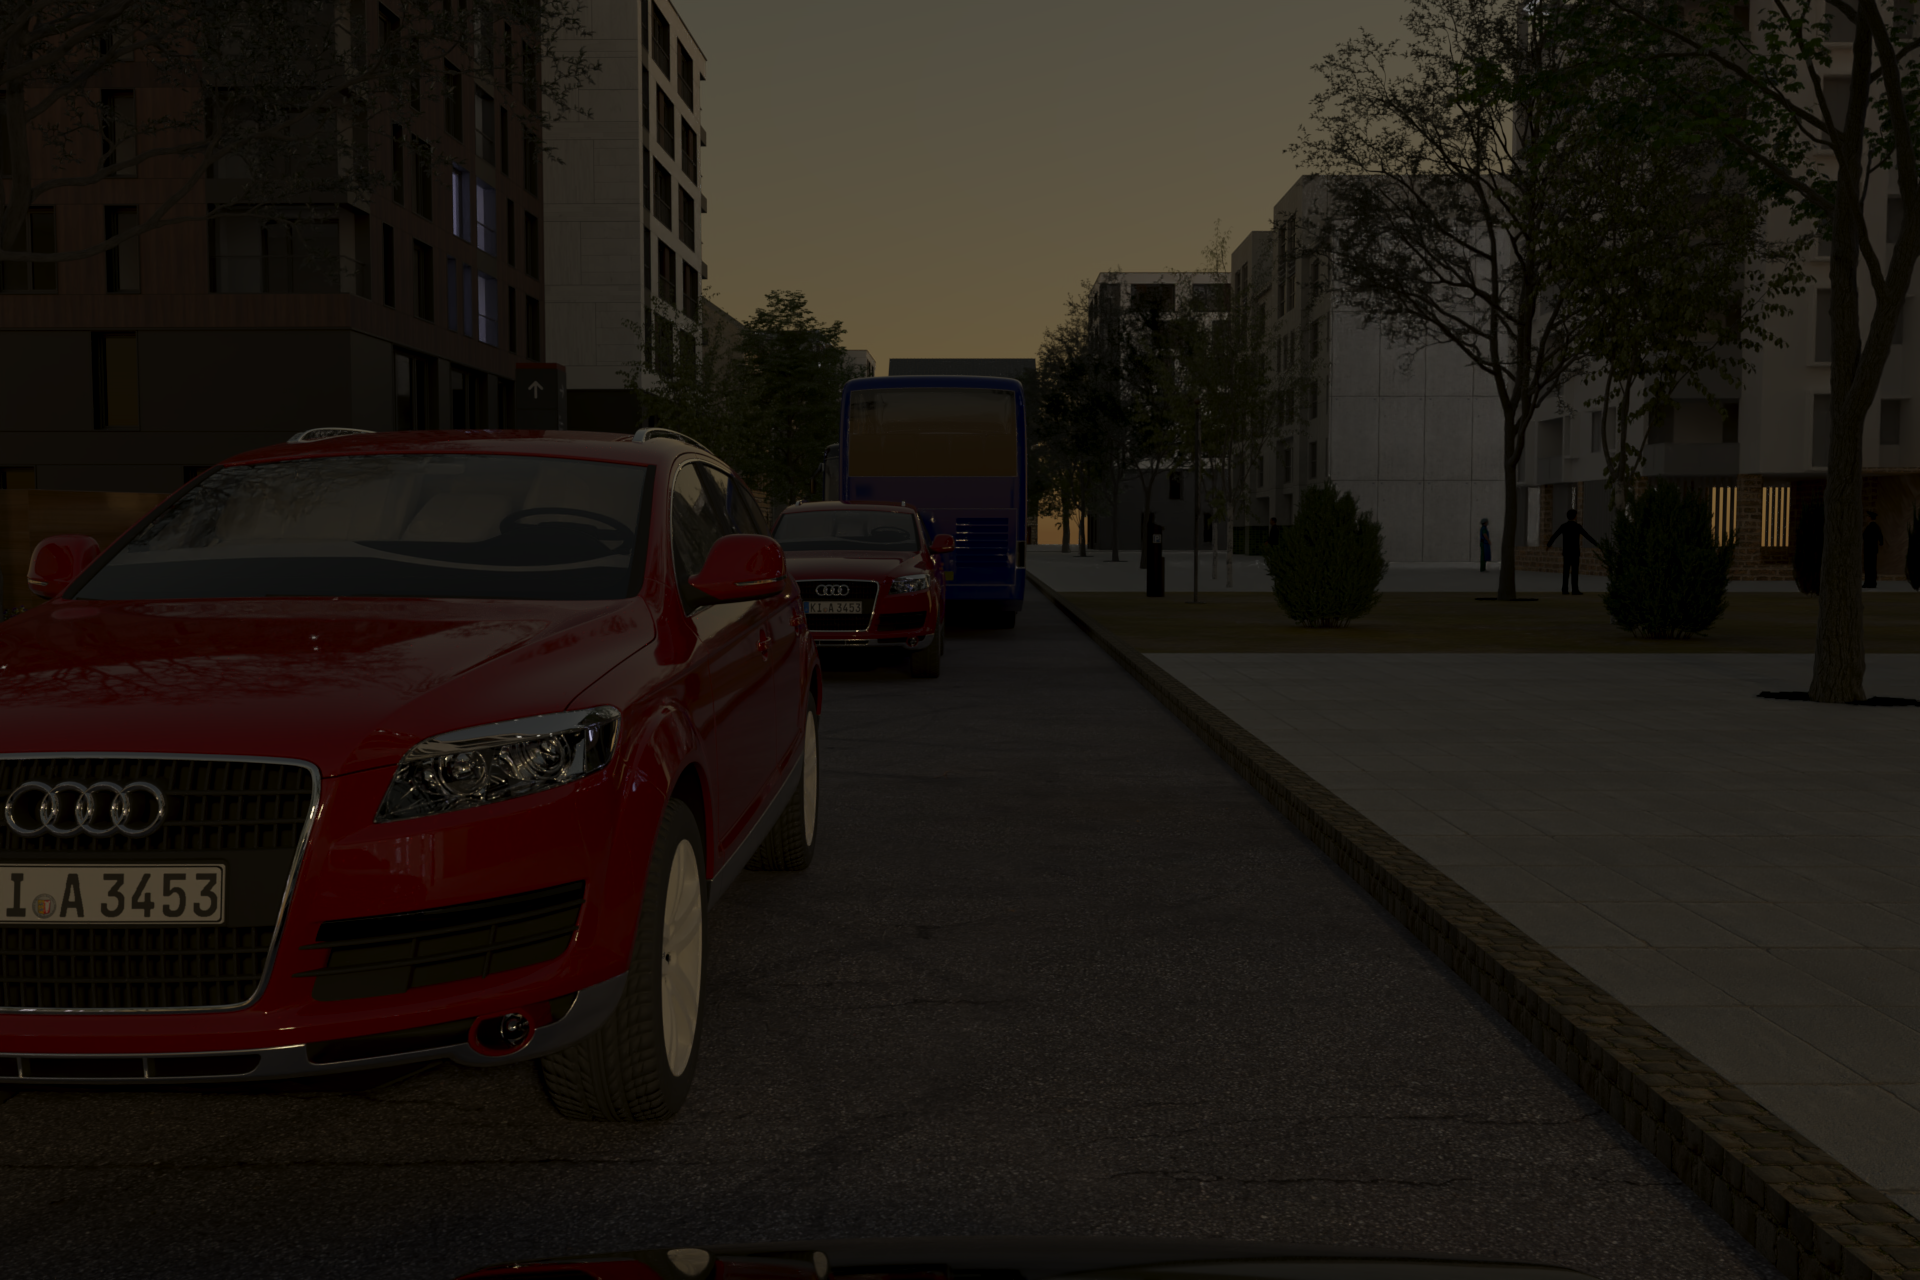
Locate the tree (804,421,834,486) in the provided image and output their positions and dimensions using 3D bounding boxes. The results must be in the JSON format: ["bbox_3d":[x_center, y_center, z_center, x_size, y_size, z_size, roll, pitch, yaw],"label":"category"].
[{"bbox_3d":[-7.697,-9.370,103.568,4.737,8.622,4.395,0,3,0],"label":"tree"}]

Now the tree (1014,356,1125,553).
[{"bbox_3d":[7.181,-12.952,118.412,9.857,13.997,8.962,0,3,0],"label":"tree"}]

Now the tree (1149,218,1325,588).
[{"bbox_3d":[6.238,-5.566,41.368,4.360,8.622,3.978,0,3,0],"label":"tree"}]

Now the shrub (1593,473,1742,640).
[{"bbox_3d":[8.640,-1.028,21.226,1.690,2.028,1.600,0,3,0],"label":"shrub"}]

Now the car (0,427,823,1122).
[{"bbox_3d":[-1.655,0.168,5.923,2.281,1.827,5.304,0,4,1],"label":"car"}]

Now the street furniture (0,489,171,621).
[{"bbox_3d":[-10.155,-0.714,18.535,11.010,1.723,9.812,1,4,17],"label":"street furniture"}]

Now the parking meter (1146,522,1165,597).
[{"bbox_3d":[3.998,-1.648,35.361,0.372,1.533,0.369,0,3,0],"label":"parking meter"}]

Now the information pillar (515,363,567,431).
[{"bbox_3d":[-6.388,-2.272,26.524,0.750,3.857,0.750,0,4,0],"label":"information pillar"}]

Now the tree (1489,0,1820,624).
[{"bbox_3d":[9.590,-4.529,24.415,4.737,8.622,4.395,0,3,0],"label":"tree"}]

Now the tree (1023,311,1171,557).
[{"bbox_3d":[6.766,-11.390,96.589,12.009,13.543,11.850,0,3,0],"label":"tree"}]

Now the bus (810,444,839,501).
[{"bbox_3d":[-1.906,-3.309,45.656,2.896,3.916,12.251,0,4,1],"label":"bus"}]

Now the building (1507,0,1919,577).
[{"bbox_3d":[24.549,-12.433,59.706,16.016,20.090,11.380,0,4,1],"label":"building"}]

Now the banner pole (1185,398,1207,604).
[{"bbox_3d":[4.356,-2.550,31.710,0.401,3.779,0.863,0,4,2],"label":"banner pole"}]

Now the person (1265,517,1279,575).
[{"bbox_3d":[9.698,-2.906,53.744,0.704,1.802,1.346,1,4,22],"label":"person"}]

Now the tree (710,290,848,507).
[{"bbox_3d":[-8.187,-9.978,81.266,7.486,12.596,7.792,0,3,0],"label":"tree"}]

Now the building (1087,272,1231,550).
[{"bbox_3d":[24.939,-18.818,151.653,27.936,21.610,32.646,0,4,0],"label":"building"}]

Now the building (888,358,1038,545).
[{"bbox_3d":[0.306,-23.347,215.116,18.063,23.208,19.493,0,4,0],"label":"building"}]

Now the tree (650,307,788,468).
[{"bbox_3d":[-8.135,-6.522,56.995,4.737,8.622,4.395,0,3,0],"label":"tree"}]

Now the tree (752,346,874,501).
[{"bbox_3d":[-7.906,-10.209,92.669,9.928,11.665,9.643,0,3,0],"label":"tree"}]

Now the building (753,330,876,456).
[{"bbox_3d":[-24.279,-21.173,190.151,27.936,21.610,32.646,0,4,1],"label":"building"}]

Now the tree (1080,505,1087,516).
[{"bbox_3d":[18.151,-17.113,214.212,7.601,10.594,8.767,1,4,9],"label":"tree"}]

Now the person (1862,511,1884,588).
[{"bbox_3d":[21.581,-2.151,41.097,1.347,1.837,0.705,-2,4,-34],"label":"person"}]

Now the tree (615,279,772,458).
[{"bbox_3d":[-7.950,-6.151,50.938,4.737,8.622,4.395,0,3,0],"label":"tree"}]

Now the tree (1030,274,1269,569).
[{"bbox_3d":[6.739,-7.872,63.124,8.767,10.594,7.601,0,4,-1],"label":"tree"}]

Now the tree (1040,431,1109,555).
[{"bbox_3d":[7.301,-9.622,107.685,4.737,8.622,4.395,0,3,0],"label":"tree"}]

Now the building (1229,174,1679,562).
[{"bbox_3d":[25.285,-13.911,93.900,16.747,18.905,31.486,0,4,1],"label":"building"}]

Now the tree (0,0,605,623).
[{"bbox_3d":[-8.875,-6.414,15.237,12.009,13.543,11.850,0,3,0],"label":"tree"}]

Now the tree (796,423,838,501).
[{"bbox_3d":[-8.541,-11.577,123.690,7.601,10.594,8.767,0,4,-2],"label":"tree"}]

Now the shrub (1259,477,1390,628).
[{"bbox_3d":[5.005,-1.207,23.773,1.661,2.075,1.752,0,3,0],"label":"shrub"}]

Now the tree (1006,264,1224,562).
[{"bbox_3d":[7.094,-10.364,79.818,12.009,13.543,11.850,0,3,0],"label":"tree"}]

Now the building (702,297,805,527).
[{"bbox_3d":[-24.258,-20.119,159.877,19.493,23.208,18.063,0,4,0],"label":"building"}]

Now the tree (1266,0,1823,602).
[{"bbox_3d":[10.605,-7.491,32.843,12.009,13.543,11.850,0,3,0],"label":"tree"}]

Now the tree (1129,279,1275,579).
[{"bbox_3d":[7.024,-6.031,48.964,4.737,8.622,4.395,0,3,0],"label":"tree"}]

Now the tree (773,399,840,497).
[{"bbox_3d":[-8.649,-10.845,111.727,8.767,10.594,7.601,1,4,22],"label":"tree"}]

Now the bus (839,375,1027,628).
[{"bbox_3d":[-0.295,-2.301,29.173,2.896,3.916,12.251,0,4,1],"label":"bus"}]

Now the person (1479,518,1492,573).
[{"bbox_3d":[17.469,-3.148,57.594,0.704,1.817,1.347,1,4,9],"label":"person"}]

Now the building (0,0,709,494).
[{"bbox_3d":[-25.213,-13.158,59.109,27.936,21.610,32.646,0,4,1],"label":"building"}]

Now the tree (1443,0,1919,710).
[{"bbox_3d":[6.901,-5.330,12.900,9.928,11.665,9.643,0,3,0],"label":"tree"}]

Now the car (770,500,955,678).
[{"bbox_3d":[-1.192,-0.626,18.909,2.281,1.827,5.304,0,4,0],"label":"car"}]

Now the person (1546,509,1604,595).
[{"bbox_3d":[12.956,-1.863,36.651,0.705,1.806,1.347,-3,4,-38],"label":"person"}]

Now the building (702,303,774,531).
[{"bbox_3d":[-25.648,-18.995,141.497,19.493,23.208,18.063,0,4,1],"label":"building"}]
